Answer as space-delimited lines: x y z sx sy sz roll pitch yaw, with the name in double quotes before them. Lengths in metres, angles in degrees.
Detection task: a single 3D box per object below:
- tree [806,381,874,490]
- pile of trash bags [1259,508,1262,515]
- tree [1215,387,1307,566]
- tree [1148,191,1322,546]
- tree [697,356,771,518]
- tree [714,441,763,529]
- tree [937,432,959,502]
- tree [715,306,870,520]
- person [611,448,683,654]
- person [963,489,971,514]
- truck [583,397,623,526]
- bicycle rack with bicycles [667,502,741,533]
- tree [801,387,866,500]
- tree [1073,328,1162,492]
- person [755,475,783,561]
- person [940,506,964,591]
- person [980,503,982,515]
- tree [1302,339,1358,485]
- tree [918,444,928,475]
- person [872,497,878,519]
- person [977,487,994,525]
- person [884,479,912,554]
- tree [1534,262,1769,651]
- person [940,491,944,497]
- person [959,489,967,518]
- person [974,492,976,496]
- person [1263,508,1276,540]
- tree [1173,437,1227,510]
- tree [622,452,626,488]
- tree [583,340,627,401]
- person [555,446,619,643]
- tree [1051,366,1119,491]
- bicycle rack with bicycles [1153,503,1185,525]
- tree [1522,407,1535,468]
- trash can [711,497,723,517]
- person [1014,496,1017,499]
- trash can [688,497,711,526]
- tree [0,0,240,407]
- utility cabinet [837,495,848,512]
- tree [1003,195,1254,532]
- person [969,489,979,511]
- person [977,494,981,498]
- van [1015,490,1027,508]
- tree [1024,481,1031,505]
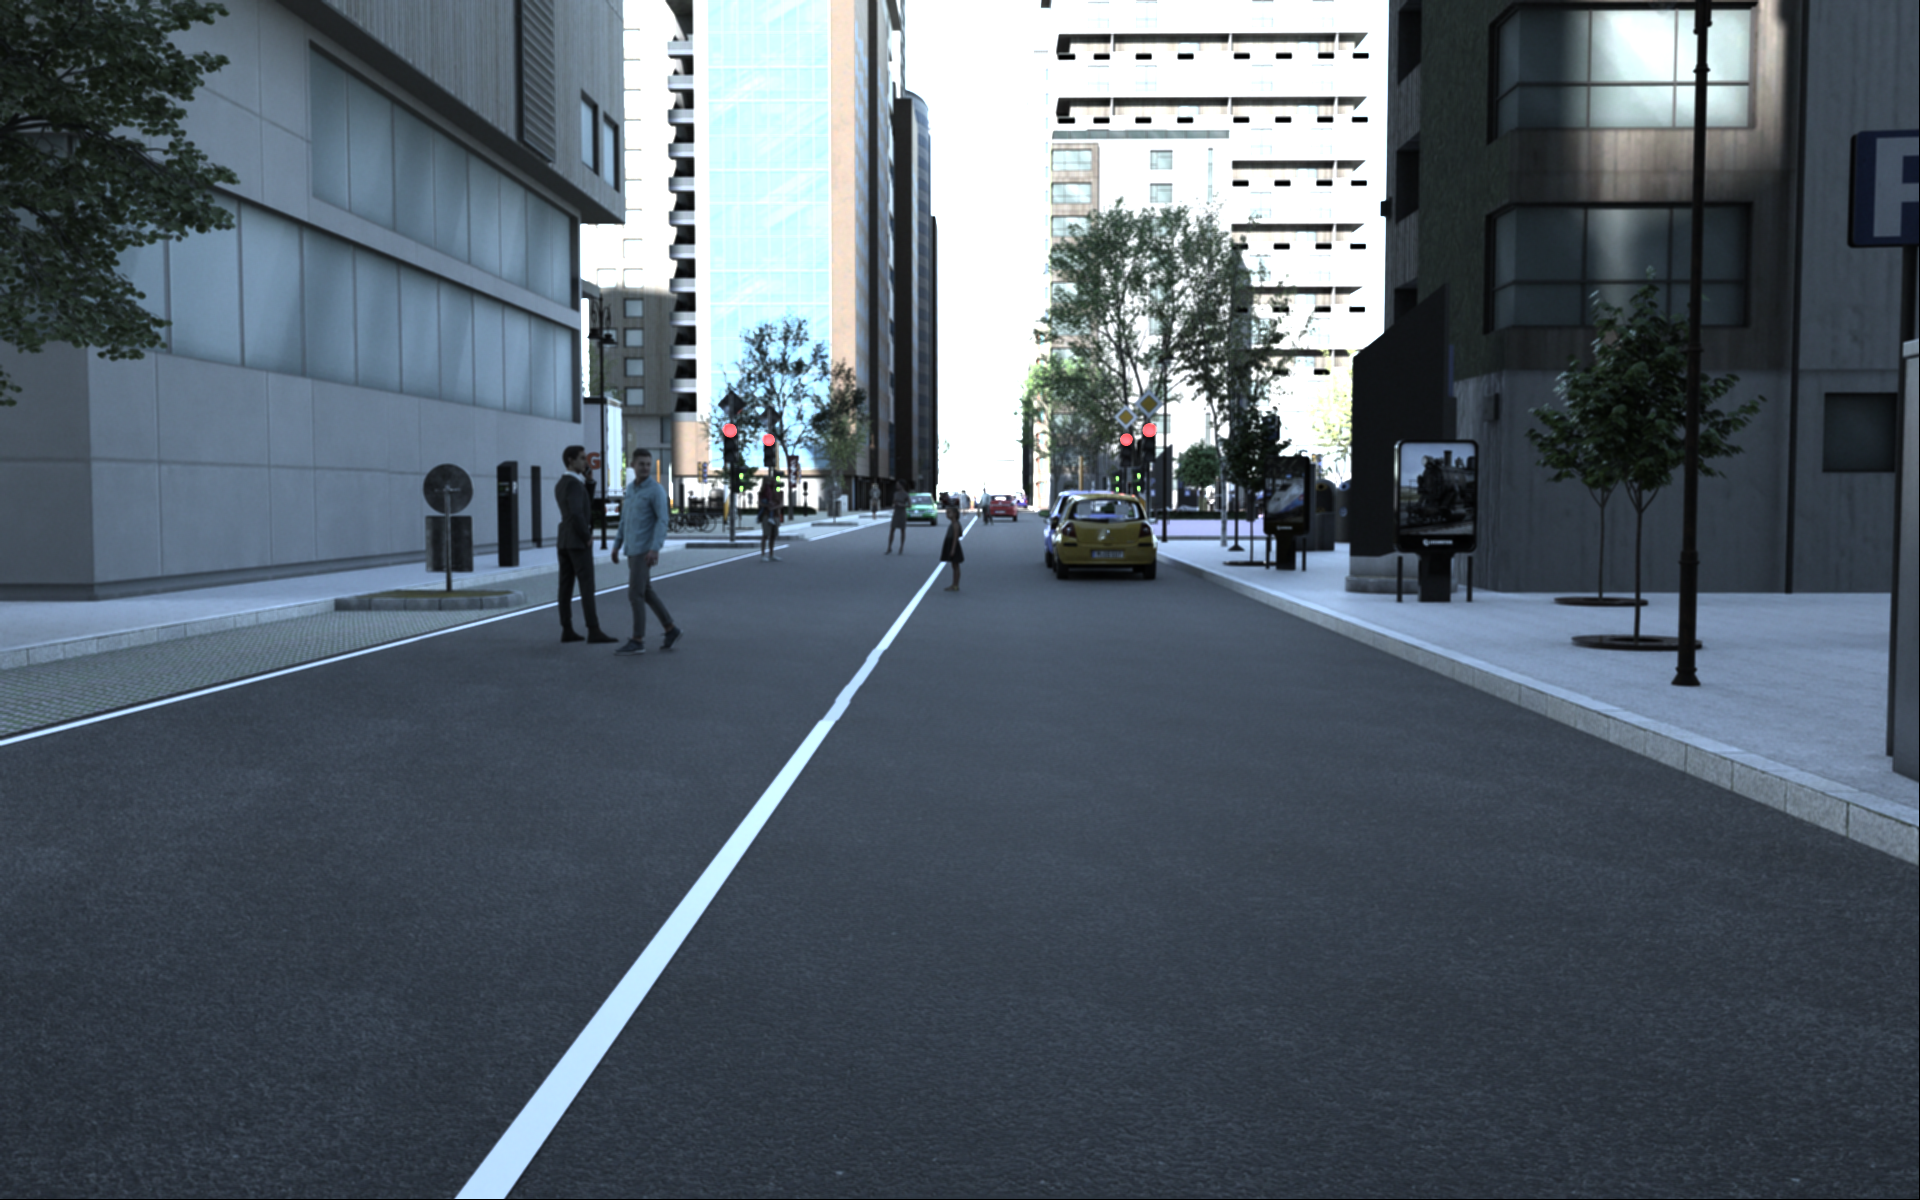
"tree" -7.654 -9.771 110.126 4.737 8.622 4.395 0 3 0
"pile of trash bags" 19.106 -5.826 105.004 3.447 1.369 1.912 1 4 13
"tree" 5.410 -2.241 31.249 1.663 3.219 1.824 0 3 0
"tree" 6.506 -5.611 42.101 4.360 8.622 3.978 0 3 0
"tree" -11.981 -8.668 92.092 4.360 8.622 3.978 0 3 0
"tree" -8.015 -4.202 63.311 1.663 3.219 1.824 0 3 0
"tree" -3.974 -22.240 289.383 9.928 11.665 9.643 0 3 0
"tree" -8.211 -9.223 85.212 8.767 10.594 7.601 1 4 15
"person" -2.802 -0.446 15.648 0.748 1.841 0.638 -2 4 -33
"person" 0.508 -7.088 124.745 0.716 1.782 0.532 2 4 33
"truck" -15.741 -3.793 50.931 11.283 4.237 2.839 0 4 -1
"bicycle rack with bicycles" -9.352 -2.749 58.326 2.925 0.926 2.852 -2 4 -33
"tree" -8.251 -10.132 116.023 4.360 8.622 3.978 0 3 0
"tree" 6.891 -7.770 77.403 4.737 8.622 4.395 0 3 0
"person" -4.086 -1.748 37.048 0.573 1.828 0.580 0 4 7
"person" -0.123 -0.760 25.593 0.373 1.253 0.362 -1 4 -10
"person" 1.565 -6.573 120.247 0.640 1.303 0.475 2 4 28
"tree" 18.264 -8.112 82.994 4.737 8.622 4.395 0 3 0
"tree" -6.182 -15.527 204.227 4.360 8.622 3.978 0 3 0
"person" -4.797 -5.153 97.427 0.362 1.253 0.373 3 4 38
"person" 1.136 -4.350 80.108 0.782 1.767 0.515 3 4 37
"person" -1.474 -1.977 41.169 0.599 1.781 0.374 2 4 29
"tree" 5.851 -1.218 14.515 1.663 3.219 1.824 0 3 0
"person" -2.156 -13.367 227.028 1.348 1.826 0.705 -3 5 -41
"person" 0.109 -5.699 102.421 0.466 1.731 0.760 3 5 41
"person" 2.290 -15.405 261.294 0.530 1.710 0.541 3 5 43
"person" 9.209 -2.559 50.529 0.709 1.800 0.728 1 4 19
"tree" 13.615 -6.936 97.125 4.285 4.588 4.351 0 3 0
"tree" -23.008 -8.025 114.914 4.285 4.588 4.351 0 3 0
"tree" -17.626 -7.928 79.984 4.737 8.622 4.395 0 3 0
"person" -3.668 -0.548 16.822 0.474 1.900 0.648 -3 4 -37
"tree" 7.466 -9.072 98.682 4.360 8.622 3.978 0 3 0
"bicycle rack with bicycles" 7.646 -3.664 73.295 2.852 0.926 2.925 -1 4 -8
"tree" 7.370 -1.566 20.210 1.663 3.219 1.824 0 3 0
"trash can" -13.557 -5.124 95.434 0.748 1.137 0.748 0 3 0
"person" 4.485 -8.834 153.645 1.217 1.736 0.721 1 4 15
"trash can" -10.436 -3.491 68.739 0.748 1.137 0.748 0 3 0
"tree" -9.895 -5.843 13.664 7.486 12.596 7.792 0 3 0
"utility cabinet" -8.712 -7.099 127.234 1.020 1.237 0.306 -3 5 -41
"tree" 6.136 -8.167 59.286 9.928 11.665 9.643 0 3 0
"person" 1.041 -8.252 143.419 1.348 1.824 0.705 3 5 44
"person" 2.845 -14.547 249.529 0.799 1.438 0.628 -2 4 -30
"van" 5.762 -10.203 173.824 2.013 2.044 4.112 0 4 1
"tree" 8.596 -13.375 213.288 1.663 3.219 1.824 0 3 0
